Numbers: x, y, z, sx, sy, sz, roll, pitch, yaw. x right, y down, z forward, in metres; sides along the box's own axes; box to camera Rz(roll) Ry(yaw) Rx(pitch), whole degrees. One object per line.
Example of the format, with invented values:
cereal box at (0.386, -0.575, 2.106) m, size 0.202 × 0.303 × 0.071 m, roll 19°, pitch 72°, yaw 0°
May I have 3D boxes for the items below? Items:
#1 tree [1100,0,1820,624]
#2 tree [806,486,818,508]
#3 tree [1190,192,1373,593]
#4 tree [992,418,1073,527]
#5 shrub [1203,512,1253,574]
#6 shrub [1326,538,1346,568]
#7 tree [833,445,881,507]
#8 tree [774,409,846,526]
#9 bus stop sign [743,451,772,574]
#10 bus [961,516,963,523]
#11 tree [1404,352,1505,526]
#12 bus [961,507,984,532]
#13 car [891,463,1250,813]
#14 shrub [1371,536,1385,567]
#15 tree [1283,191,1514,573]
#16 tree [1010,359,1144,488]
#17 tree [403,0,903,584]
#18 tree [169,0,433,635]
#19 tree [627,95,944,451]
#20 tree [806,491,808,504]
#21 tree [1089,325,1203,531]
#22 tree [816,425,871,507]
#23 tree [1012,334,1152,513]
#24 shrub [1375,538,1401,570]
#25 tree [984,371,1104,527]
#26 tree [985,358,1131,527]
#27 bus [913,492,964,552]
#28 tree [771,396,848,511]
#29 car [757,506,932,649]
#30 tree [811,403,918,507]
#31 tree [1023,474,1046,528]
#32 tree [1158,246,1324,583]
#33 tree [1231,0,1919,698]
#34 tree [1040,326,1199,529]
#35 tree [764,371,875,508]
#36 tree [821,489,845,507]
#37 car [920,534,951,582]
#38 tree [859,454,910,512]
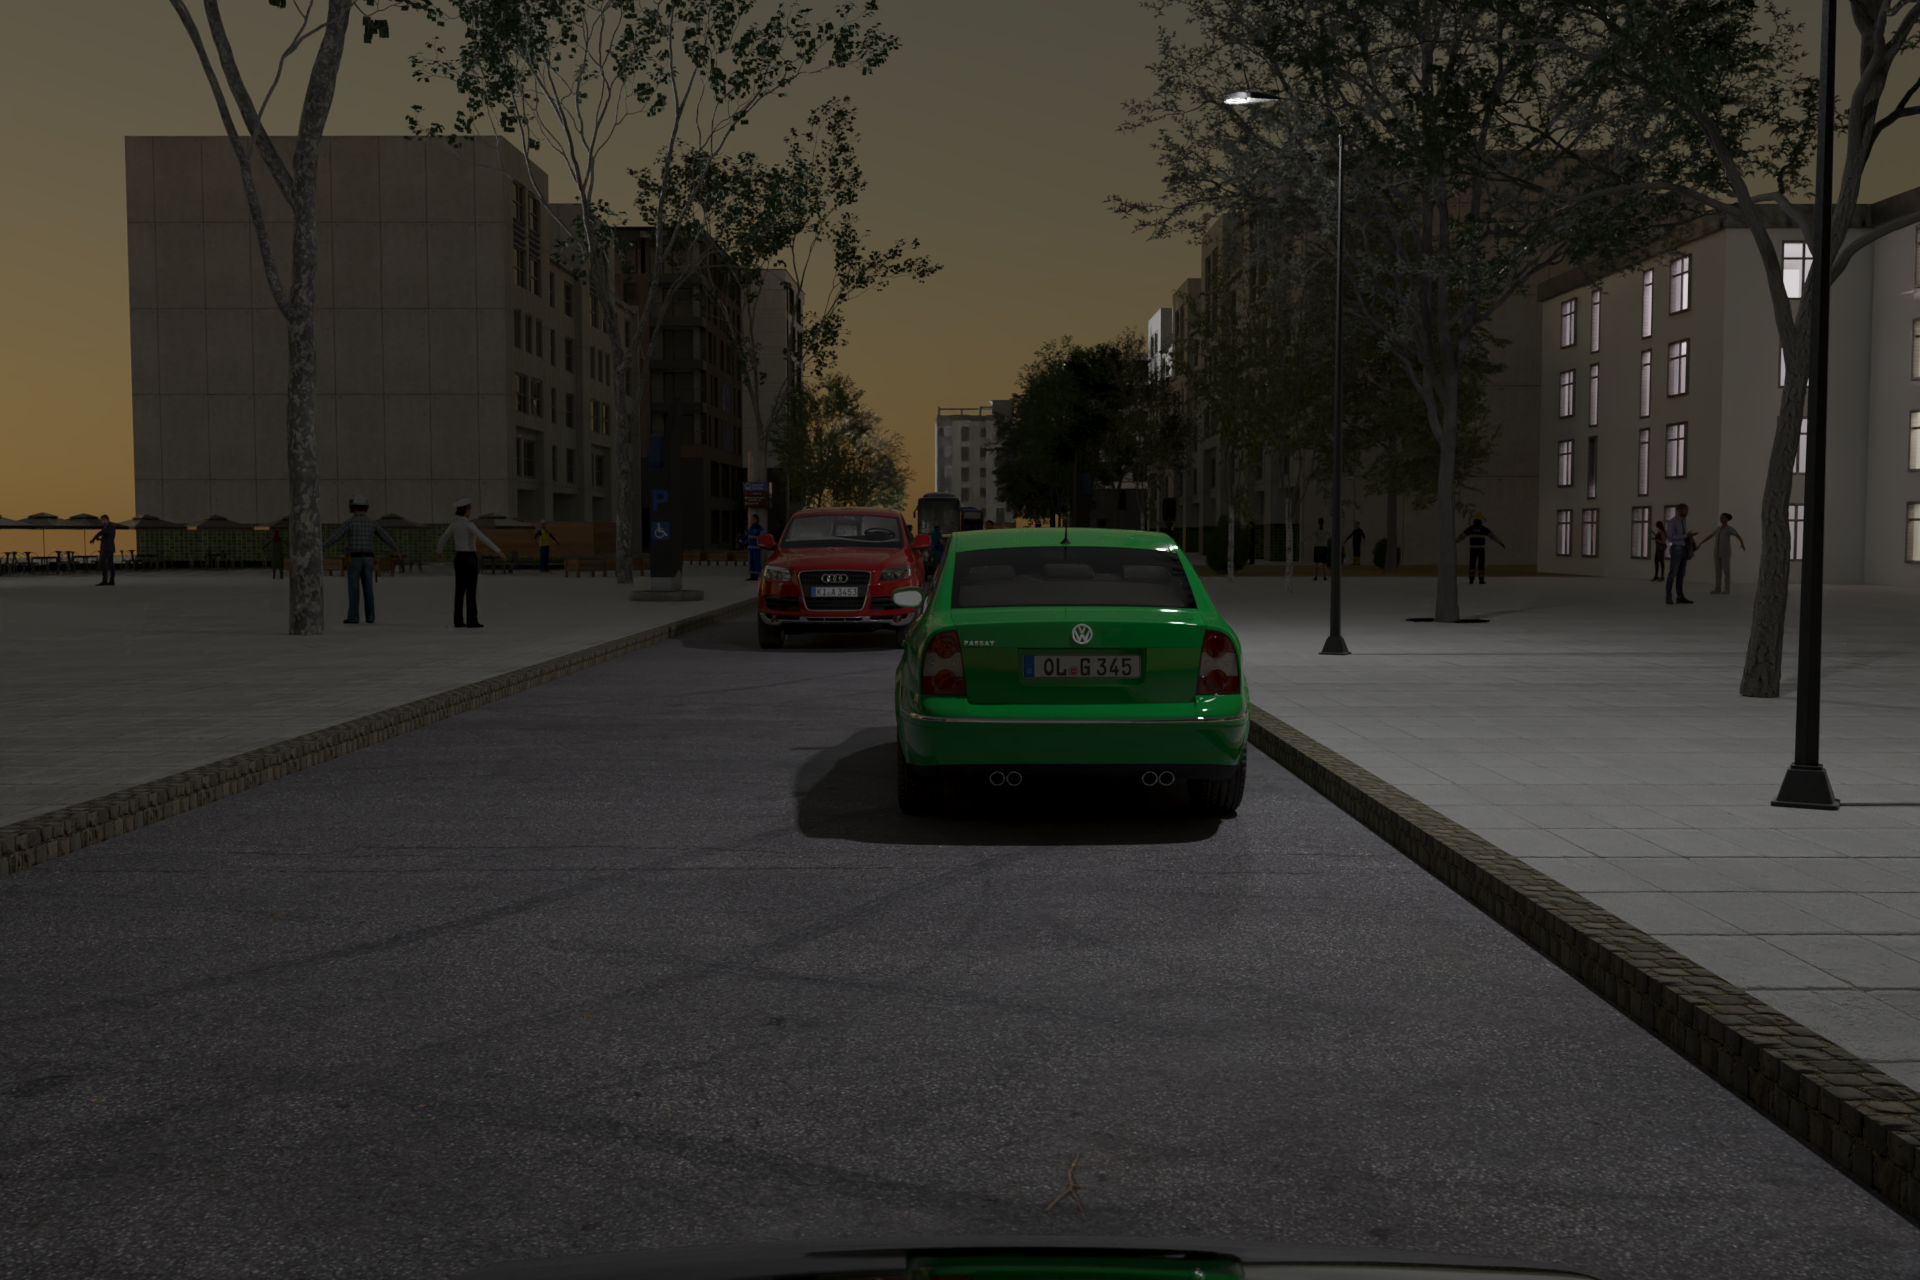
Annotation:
tree at (7.013, -7.009, 24.960) m, size 12.009 × 13.543 × 11.850 m, roll 0°, pitch 3°, yaw 0°
tree at (-24.346, -19.846, 250.236) m, size 9.928 × 11.665 × 9.643 m, roll 0°, pitch 3°, yaw 0°
tree at (7.260, -5.336, 37.605) m, size 4.360 × 8.622 × 3.978 m, roll 0°, pitch 3°, yaw 0°
tree at (6.441, -13.866, 144.837) m, size 7.486 × 12.596 × 7.792 m, roll 0°, pitch 3°, yaw 0°
shrub at (8.584, -3.128, 55.566) m, size 1.690 × 2.028 × 1.600 m, roll 0°, pitch 3°, yaw 0°
shrub at (13.998, -3.300, 65.072) m, size 1.383 × 1.207 × 1.383 m, roll 0°, pitch 3°, yaw 0°
tree at (-8.919, -11.486, 138.153) m, size 4.360 × 8.622 × 3.978 m, roll 0°, pitch 3°, yaw 0°
tree at (-8.774, -9.104, 99.206) m, size 4.737 × 8.622 × 4.395 m, roll 0°, pitch 3°, yaw 0°
bus stop sign at (-6.443, -4.044, 55.139) m, size 0.837 × 3.901 × 0.837 m, roll 0°, pitch 4°, yaw -1°
bus at (-1.208, -9.341, 144.268) m, size 2.896 × 3.916 × 12.251 m, roll 0°, pitch 3°, yaw 0°
tree at (19.238, -7.226, 68.513) m, size 4.737 × 8.622 × 4.395 m, roll 0°, pitch 3°, yaw 0°
bus at (0.729, -10.098, 156.649) m, size 2.896 × 3.916 × 12.251 m, roll 0°, pitch 4°, yaw -1°
car at (0.549, -0.091, 10.279) m, size 1.959 × 1.807 × 4.718 m, roll 0°, pitch 4°, yaw 0°
shrub at (15.869, -3.281, 64.755) m, size 1.383 × 1.207 × 1.383 m, roll 0°, pitch 3°, yaw 0°
tree at (14.345, -8.535, 57.667) m, size 7.486 × 12.596 × 7.792 m, roll 0°, pitch 3°, yaw 0°
tree at (6.918, -10.616, 99.325) m, size 9.928 × 11.665 × 9.643 m, roll 0°, pitch 3°, yaw 0°
tree at (-8.023, -11.453, 43.150) m, size 12.611 × 20.169 × 13.585 m, roll 0°, pitch 3°, yaw 0°
tree at (-9.331, -10.198, 22.624) m, size 12.611 × 20.169 × 13.585 m, roll 0°, pitch 3°, yaw 0°
tree at (-7.410, -13.368, 74.451) m, size 12.611 × 20.169 × 13.585 m, roll 0°, pitch 3°, yaw 0°
tree at (-22.955, -17.870, 242.532) m, size 4.737 × 8.622 × 4.395 m, roll 0°, pitch 3°, yaw 0°
tree at (6.315, -6.829, 62.017) m, size 4.360 × 8.622 × 3.978 m, roll 0°, pitch 3°, yaw 0°
tree at (-8.140, -10.212, 117.334) m, size 4.737 × 8.622 × 4.395 m, roll 0°, pitch 3°, yaw 0°
tree at (6.539, -10.006, 89.354) m, size 9.928 × 11.665 × 9.643 m, roll 0°, pitch 3°, yaw 0°
shrub at (15.256, -3.093, 61.688) m, size 1.383 × 1.207 × 1.383 m, roll 0°, pitch 3°, yaw 0°
tree at (6.955, -13.782, 131.991) m, size 9.857 × 13.997 × 8.962 m, roll 0°, pitch 3°, yaw 0°
tree at (6.783, -12.769, 119.135) m, size 12.009 × 13.543 × 11.850 m, roll 0°, pitch 3°, yaw 0°
bus at (-1.237, -6.917, 104.638) m, size 2.896 × 3.916 × 12.251 m, roll 0°, pitch 4°, yaw 0°
tree at (-8.187, -8.611, 91.147) m, size 4.737 × 8.622 × 4.395 m, roll 0°, pitch 3°, yaw 0°
car at (-1.516, -0.897, 23.336) m, size 2.281 × 1.827 × 5.304 m, roll 0°, pitch 4°, yaw 0°
tree at (-9.001, -15.172, 158.432) m, size 12.009 × 13.543 × 11.850 m, roll 0°, pitch 3°, yaw 0°
tree at (7.036, -12.382, 152.803) m, size 4.737 × 8.622 × 4.395 m, roll 0°, pitch 3°, yaw 0°
tree at (7.348, -5.801, 45.212) m, size 4.737 × 8.622 × 4.395 m, roll 0°, pitch 3°, yaw 0°
tree at (6.308, -4.807, 13.014) m, size 8.767 × 10.594 × 7.601 m, roll 0°, pitch 4°, yaw -2°
tree at (7.196, -8.713, 76.868) m, size 7.601 × 10.594 × 8.767 m, roll -3°, pitch 5°, yaw -40°
tree at (-8.913, -11.252, 109.719) m, size 9.928 × 11.665 × 9.643 m, roll 0°, pitch 3°, yaw 0°
tree at (-17.643, -17.892, 242.900) m, size 4.737 × 8.622 × 4.395 m, roll 0°, pitch 3°, yaw 0°
car at (-0.388, -2.687, 53.713) m, size 2.009 × 1.686 × 4.222 m, roll 0°, pitch 4°, yaw -1°
tree at (-10.686, -19.977, 244.749) m, size 7.486 × 12.596 × 7.792 m, roll 0°, pitch 3°, yaw 0°
